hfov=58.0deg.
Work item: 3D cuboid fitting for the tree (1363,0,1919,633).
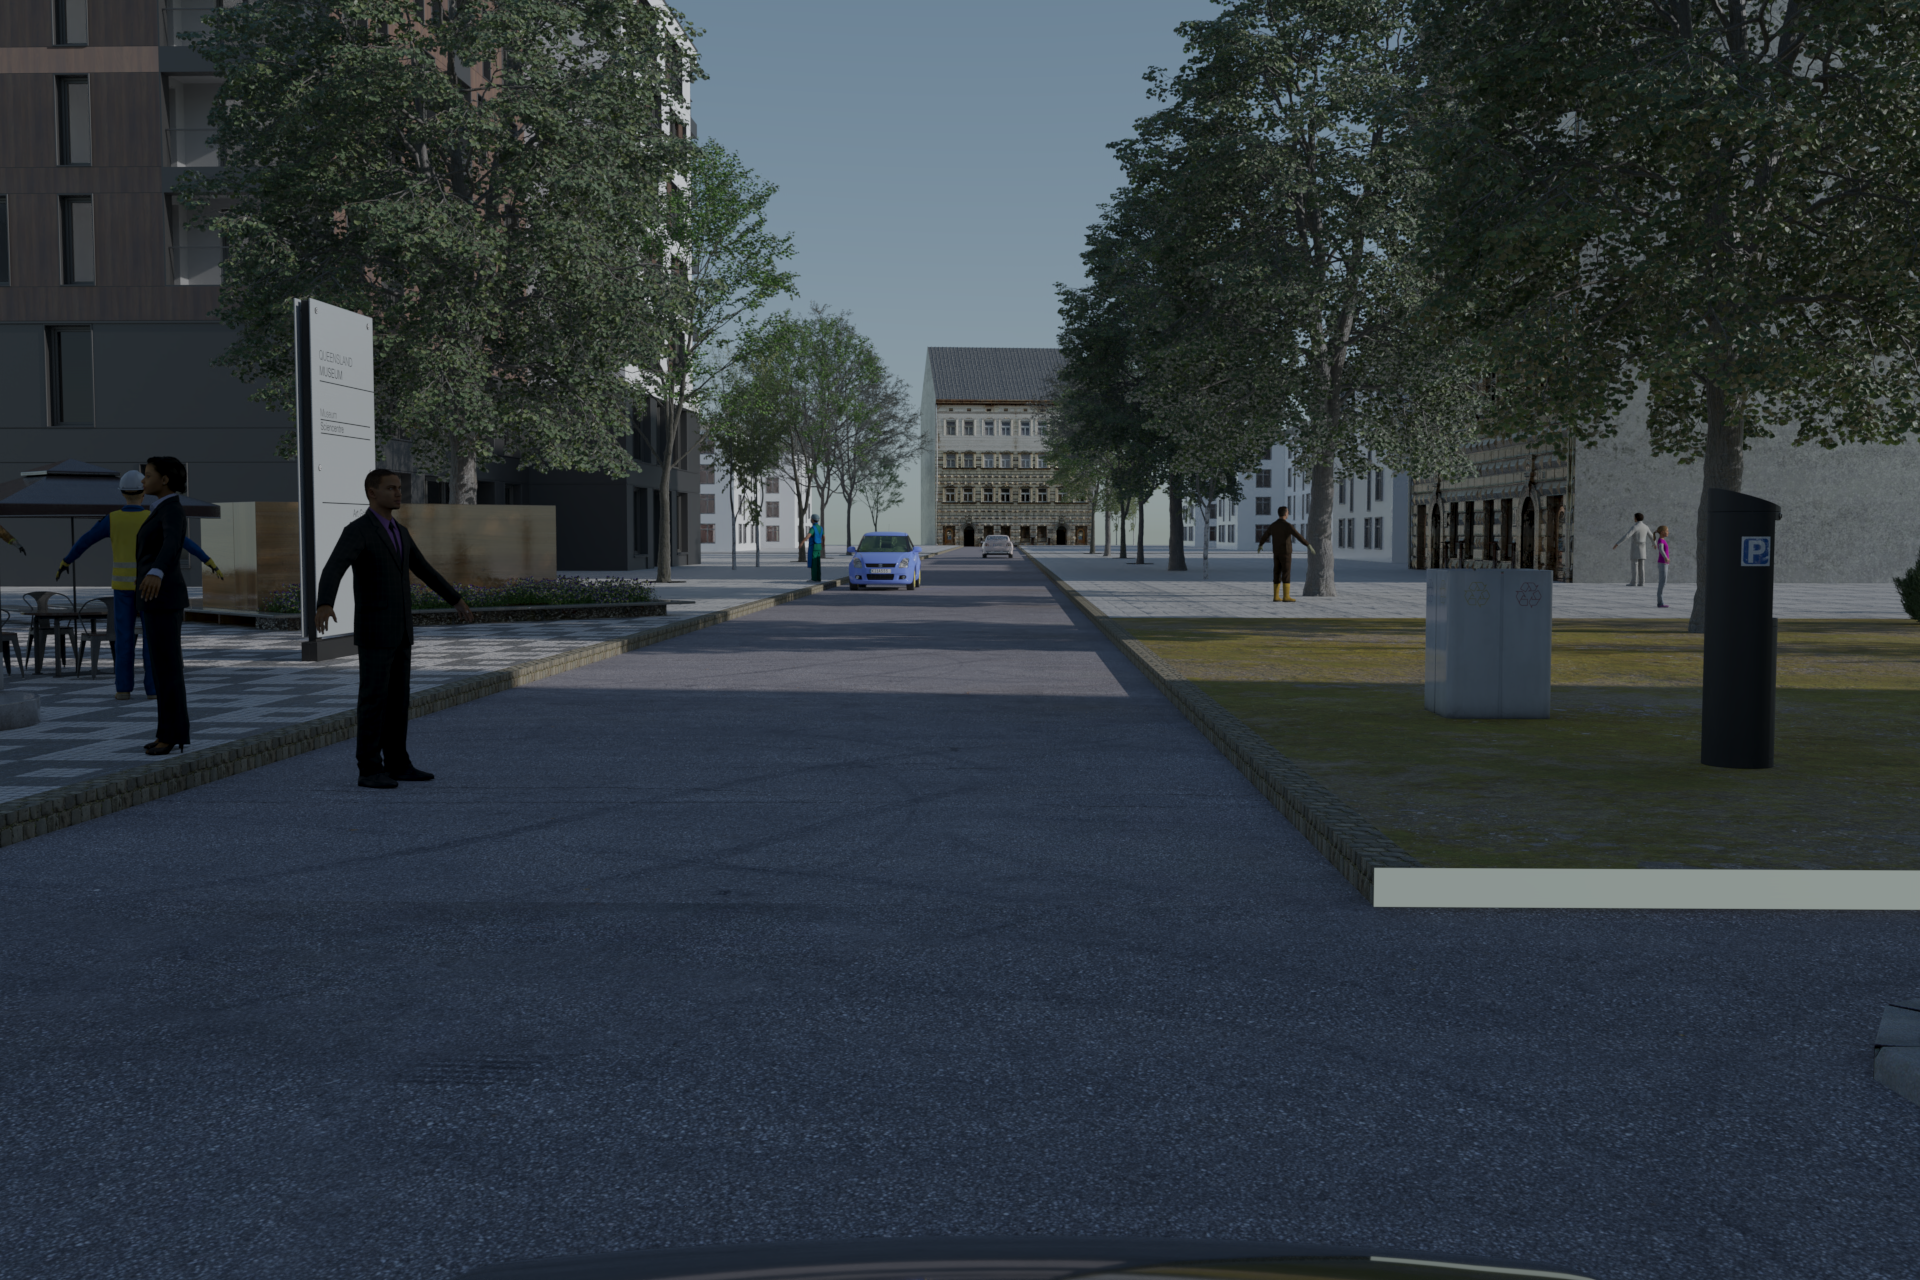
[{"bbox_3d":[9.946,-7.067,22.198,9.857,13.997,8.962,0,3,0],"label":"tree"}]

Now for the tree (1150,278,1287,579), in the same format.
[{"bbox_3d":[6.769,-6.014,48.698,4.360,8.622,3.978,0,3,0],"label":"tree"}]

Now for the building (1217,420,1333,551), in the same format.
[{"bbox_3d":[26.889,-12.099,139.962,9.099,9.664,28.070,0,4,1],"label":"building"}]

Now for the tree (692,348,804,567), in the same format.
[{"bbox_3d":[-8.077,-7.128,66.902,4.737,8.622,4.395,0,3,0],"label":"tree"}]

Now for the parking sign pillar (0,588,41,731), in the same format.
[{"bbox_3d":[-6.920,-1.401,11.383,1.447,3.967,1.447,0,4,2],"label":"parking sign pillar"}]

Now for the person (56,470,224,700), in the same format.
[{"bbox_3d":[-6.405,-0.432,13.522,1.216,1.772,0.721,-1,4,-12],"label":"person"}]

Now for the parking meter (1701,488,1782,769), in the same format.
[{"bbox_3d":[4.322,-0.072,9.589,0.372,1.533,0.369,0,3,0],"label":"parking meter"}]

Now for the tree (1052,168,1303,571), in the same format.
[{"bbox_3d":[7.617,-9.393,60.238,9.857,13.997,8.962,0,3,0],"label":"tree"}]

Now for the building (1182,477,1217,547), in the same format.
[{"bbox_3d":[27.920,-14.120,173.005,9.099,9.664,28.070,0,4,2],"label":"building"}]

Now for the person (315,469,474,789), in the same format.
[{"bbox_3d":[-3.267,-0.075,9.903,0.704,1.802,1.346,1,4,19],"label":"person"}]

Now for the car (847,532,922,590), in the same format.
[{"bbox_3d":[-1.942,-2.179,45.225,1.945,1.707,3.694,0,4,2],"label":"car"}]

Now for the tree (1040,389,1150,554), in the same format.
[{"bbox_3d":[8.683,-11.338,111.139,9.928,11.665,9.643,0,3,0],"label":"tree"}]

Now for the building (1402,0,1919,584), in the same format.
[{"bbox_3d":[25.366,-13.595,53.212,19.493,23.208,18.063,0,4,2],"label":"building"}]

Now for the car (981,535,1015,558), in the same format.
[{"bbox_3d":[2.279,-5.662,104.942,2.083,1.381,4.827,0,4,1],"label":"car"}]

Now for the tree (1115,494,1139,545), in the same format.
[{"bbox_3d":[19.586,-15.104,197.311,4.737,8.622,4.395,0,3,0],"label":"tree"}]

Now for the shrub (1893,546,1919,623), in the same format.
[{"bbox_3d":[13.838,-0.826,24.616,1.383,1.207,1.383,0,3,0],"label":"shrub"}]

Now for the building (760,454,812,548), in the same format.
[{"bbox_3d":[-19.256,-14.153,173.541,9.099,9.664,28.070,0,4,2],"label":"building"}]

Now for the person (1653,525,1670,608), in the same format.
[{"bbox_3d":[12.331,-1.282,30.235,0.599,1.433,0.991,1,4,23],"label":"person"}]

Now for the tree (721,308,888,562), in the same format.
[{"bbox_3d":[-7.115,-9.356,78.722,9.928,11.665,9.643,0,3,0],"label":"tree"}]

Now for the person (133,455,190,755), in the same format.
[{"bbox_3d":[-4.737,-0.209,10.132,0.721,1.740,1.216,-2,4,-27],"label":"person"}]

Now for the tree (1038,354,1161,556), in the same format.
[{"bbox_3d":[8.385,-11.089,99.426,7.486,12.596,7.792,0,3,0],"label":"tree"}]

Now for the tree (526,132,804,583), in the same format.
[{"bbox_3d":[-7.644,-7.304,45.170,9.928,11.665,9.643,0,3,0],"label":"tree"}]

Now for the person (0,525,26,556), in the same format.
[{"bbox_3d":[-17.197,-1.513,30.500,1.354,1.858,0.705,-1,4,-22],"label":"person"}]

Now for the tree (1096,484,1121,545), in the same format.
[{"bbox_3d":[18.053,-15.394,202.059,4.737,8.622,4.395,0,3,0],"label":"tree"}]

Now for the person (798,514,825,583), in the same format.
[{"bbox_3d":[-3.869,-2.433,45.902,0.704,1.817,1.347,2,4,25],"label":"person"}]

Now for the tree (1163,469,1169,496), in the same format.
[{"bbox_3d":[28.379,-17.963,200.353,9.857,13.997,8.962,0,3,0],"label":"tree"}]

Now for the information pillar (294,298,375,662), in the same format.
[{"bbox_3d":[-6.506,-1.640,18.129,0.184,3.620,1.656,0,4,2],"label":"information pillar"}]

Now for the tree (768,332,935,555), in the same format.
[{"bbox_3d":[-6.708,-11.846,104.058,12.009,13.543,11.850,0,3,0],"label":"tree"}]

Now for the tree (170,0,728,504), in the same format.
[{"bbox_3d":[-8.783,-7.572,30.451,9.857,13.997,8.962,0,3,0],"label":"tree"}]

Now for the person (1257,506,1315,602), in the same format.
[{"bbox_3d":[6.109,-1.626,32.722,0.704,1.812,1.346,-3,5,-41],"label":"person"}]

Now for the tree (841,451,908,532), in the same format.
[{"bbox_3d":[-10.068,-17.013,203.913,9.928,11.665,9.643,0,3,0],"label":"tree"}]

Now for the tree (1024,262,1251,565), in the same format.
[{"bbox_3d":[7.788,-9.963,73.265,12.009,13.543,11.850,0,3,0],"label":"tree"}]

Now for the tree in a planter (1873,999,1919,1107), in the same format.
[{"bbox_3d":[3.388,-0.418,4.054,1.991,3.239,1.994,0,4,1],"label":"tree in a planter"}]

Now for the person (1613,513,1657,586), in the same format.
[{"bbox_3d":[16.642,-2.225,42.573,1.347,1.806,0.705,-1,4,-23],"label":"person"}]

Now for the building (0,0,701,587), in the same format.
[{"bbox_3d":[-25.526,-13.078,57.795,27.936,21.610,32.646,0,4,2],"label":"building"}]

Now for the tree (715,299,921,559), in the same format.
[{"bbox_3d":[-7.146,-10.992,90.096,12.009,13.543,11.850,0,3,0],"label":"tree"}]

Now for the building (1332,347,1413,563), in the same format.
[{"bbox_3d":[23.720,-8.251,77.048,9.099,9.664,28.070,0,4,1],"label":"building"}]

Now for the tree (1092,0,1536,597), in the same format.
[{"bbox_3d":[7.530,-7.876,35.422,9.857,13.997,8.962,0,3,0],"label":"tree"}]

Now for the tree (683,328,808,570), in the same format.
[{"bbox_3d":[-8.276,-6.801,61.554,4.360,8.622,3.978,0,3,0],"label":"tree"}]

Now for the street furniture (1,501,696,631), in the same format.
[{"bbox_3d":[-7.945,-1.218,26.762,9.812,1.723,11.010,3,5,45],"label":"street furniture"}]

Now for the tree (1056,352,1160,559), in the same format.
[{"bbox_3d":[8.707,-10.087,90.680,9.928,11.665,9.643,0,3,0],"label":"tree"}]

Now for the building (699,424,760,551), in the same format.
[{"bbox_3d":[-21.004,-12.339,143.887,9.099,9.664,28.070,0,4,1],"label":"building"}]

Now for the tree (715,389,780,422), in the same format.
[{"bbox_3d":[-22.134,-21.131,201.378,12.611,20.169,13.585,0,3,0],"label":"tree"}]

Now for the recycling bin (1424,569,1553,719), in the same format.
[{"bbox_3d":[3.752,0.014,12.332,0.722,1.027,0.722,0,4,2],"label":"recycling bin"}]

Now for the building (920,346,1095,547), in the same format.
[{"bbox_3d":[5.198,-22.598,202.855,18.063,23.208,19.493,0,4,-6],"label":"building"}]
